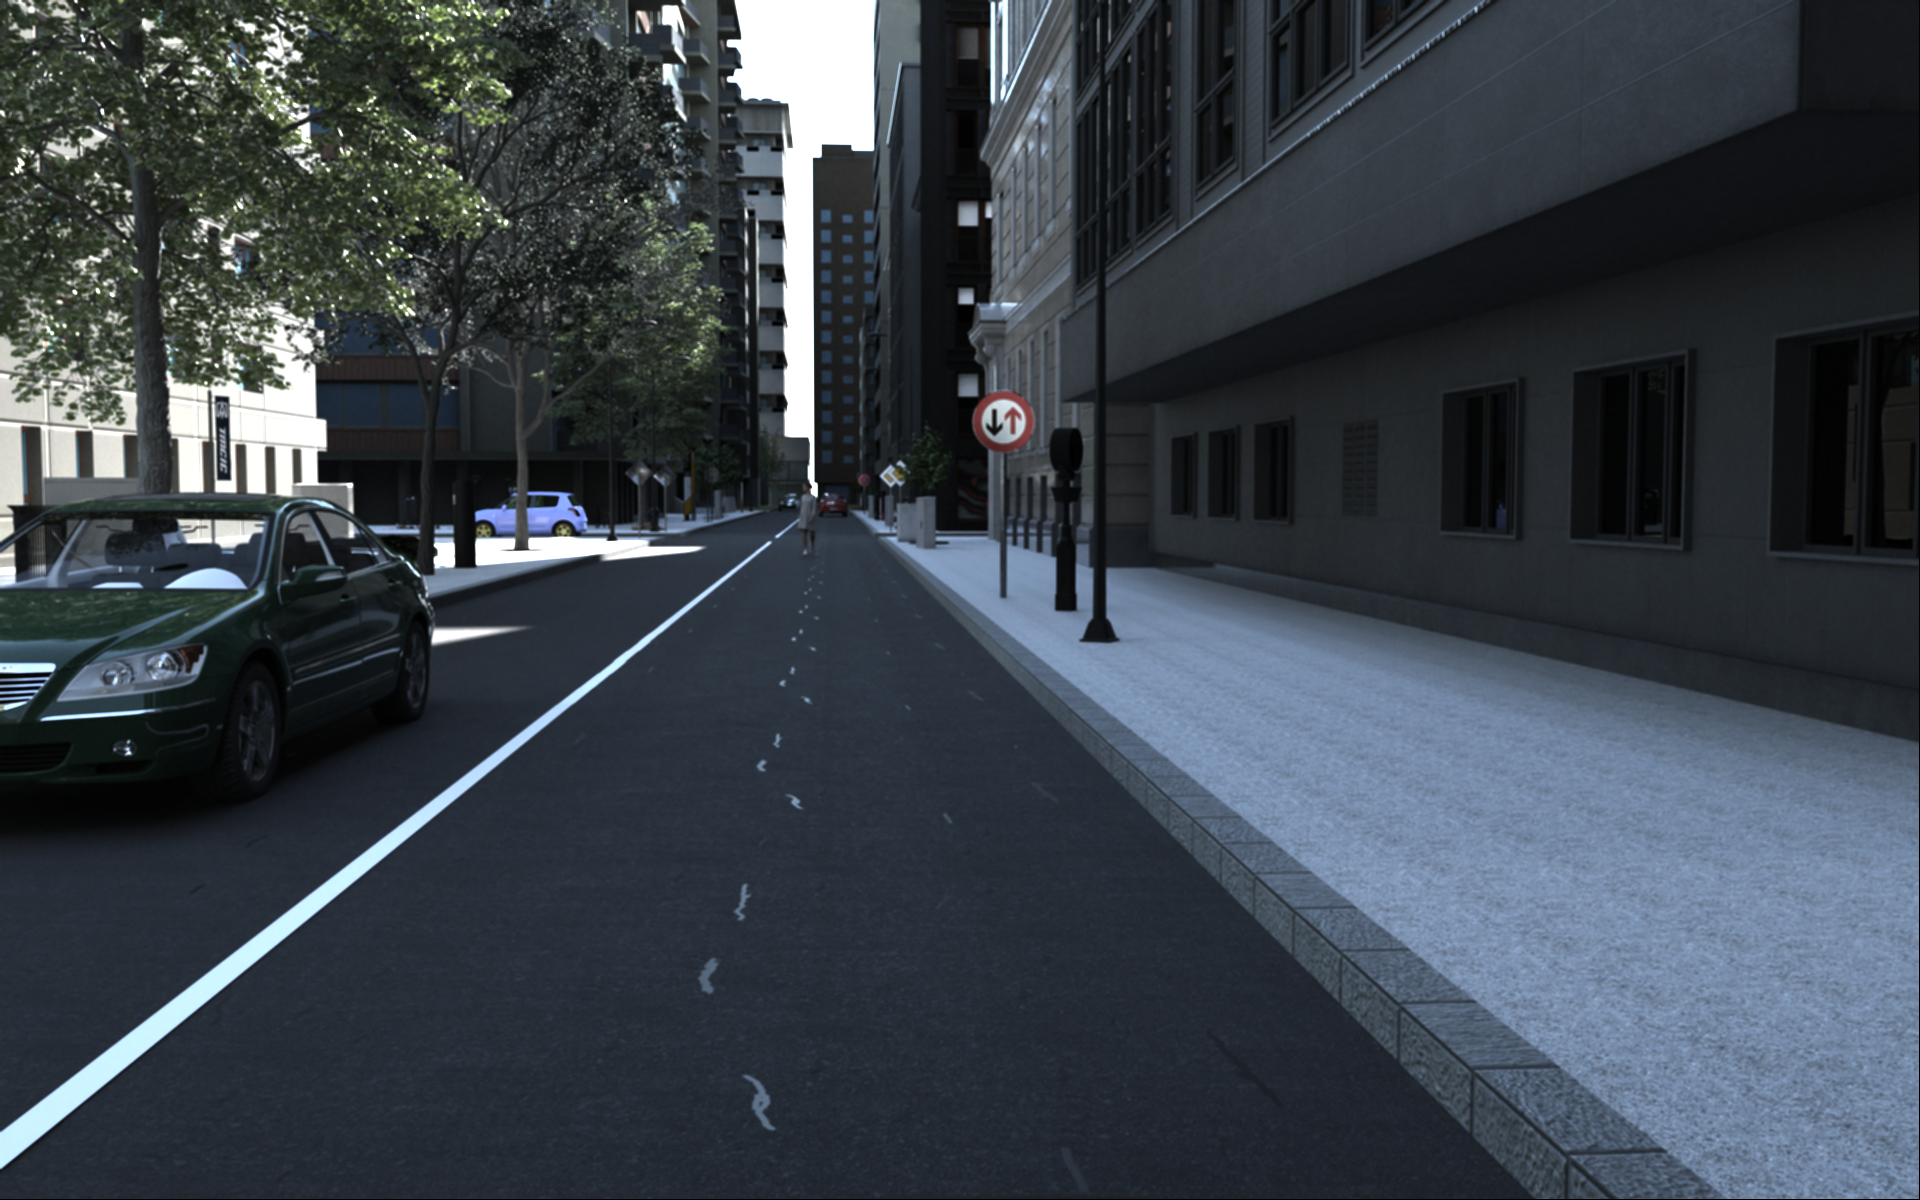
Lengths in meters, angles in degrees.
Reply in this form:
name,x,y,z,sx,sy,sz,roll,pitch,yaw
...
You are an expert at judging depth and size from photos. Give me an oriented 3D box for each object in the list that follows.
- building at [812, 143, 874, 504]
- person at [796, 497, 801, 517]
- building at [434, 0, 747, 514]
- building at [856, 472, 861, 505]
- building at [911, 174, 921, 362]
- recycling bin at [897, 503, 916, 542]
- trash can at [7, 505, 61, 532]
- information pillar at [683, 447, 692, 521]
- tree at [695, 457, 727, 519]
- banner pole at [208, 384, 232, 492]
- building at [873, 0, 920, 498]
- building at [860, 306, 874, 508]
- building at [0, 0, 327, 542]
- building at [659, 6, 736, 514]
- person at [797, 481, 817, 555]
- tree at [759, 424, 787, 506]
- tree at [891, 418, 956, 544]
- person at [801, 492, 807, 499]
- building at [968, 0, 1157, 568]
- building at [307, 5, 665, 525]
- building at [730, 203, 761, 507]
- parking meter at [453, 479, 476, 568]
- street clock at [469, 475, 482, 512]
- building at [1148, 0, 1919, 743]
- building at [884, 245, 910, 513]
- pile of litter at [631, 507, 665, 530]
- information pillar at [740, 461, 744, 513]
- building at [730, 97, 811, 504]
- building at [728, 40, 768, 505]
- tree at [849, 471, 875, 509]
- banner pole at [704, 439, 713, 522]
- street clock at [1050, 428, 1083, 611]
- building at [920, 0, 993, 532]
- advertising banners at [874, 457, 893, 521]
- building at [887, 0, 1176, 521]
name,x,y,z,sx,sy,sz,roll,pitch,yaw
building,-11.920,-35.141,224.670,14.200,45.320,14.600,0,4,-4
person,-10.075,-5.798,107.989,0.352,1.250,0.332,-1,4,-12
building,-29.611,-30.053,145.985,22.147,44.769,28.867,0,4,-4
building,-1.539,-46.447,197.665,20.563,71.187,20.611,0,4,-4
building,3.431,-13.287,81.862,10.561,19.102,19.286,0,4,-4
recycling bin,-1.338,-2.099,46.876,0.722,1.027,0.722,0,4,-5
trash can,-11.819,-0.650,22.278,0.748,1.137,0.748,0,3,0
information pillar,-13.043,-5.617,83.200,0.504,3.616,0.183,-2,4,-25
tree,-12.921,-5.882,90.764,1.663,3.219,1.824,0,3,0
banner pole,-16.618,-2.986,38.830,0.401,3.779,0.863,1,4,17
building,3.516,-32.080,148.202,21.300,48.544,21.600,0,4,-4
building,4.019,-20.141,174.336,27.650,21.520,28.899,0,4,-4
building,-31.358,-11.546,33.816,28.899,21.520,27.650,0,4,-4
building,-31.832,-25.984,116.719,32.217,40.220,23.993,0,4,-4
person,-3.624,-1.953,41.178,0.466,1.731,0.760,0,4,-1
tree,-19.887,-14.106,180.992,4.737,8.622,4.395,0,3,0
tree,-0.945,-3.059,44.608,1.663,3.219,1.824,0,3,0
person,-14.827,-9.714,167.847,1.217,1.766,0.721,0,4,-1
building,7.728,-15.506,39.429,13.634,28.700,20.117,0,4,-4
building,-24.842,-26.178,82.638,22.147,44.769,28.867,0,4,-4
building,-26.833,-24.247,168.134,14.160,30.474,14.107,0,4,-4
parking meter,-8.636,-1.332,30.192,0.372,1.533,0.369,0,3,0
street clock,-18.440,-3.756,65.979,0.471,2.002,0.358,3,4,36
building,9.581,-13.700,17.509,14.314,27.812,24.014,0,4,-4
building,-0.305,-16.867,124.926,9.793,20.994,18.267,0,4,-4
pile of litter,-11.158,-2.925,61.794,1.176,0.858,1.719,-1,4,-15
information pillar,-15.149,-7.887,120.302,0.183,3.616,0.504,0,4,-3
building,-33.808,-39.188,229.959,27.495,52.752,28.713,0,4,-4
building,-37.687,-53.855,193.205,31.000,86.520,22.319,0,4,-4
tree,-8.491,-9.397,148.244,1.663,3.219,1.824,0,3,0
banner pole,-11.593,-5.484,79.673,0.401,3.779,0.863,0,4,-5
street clock,1.166,-0.883,19.014,0.358,2.002,0.471,2,4,24
building,6.737,-14.403,65.169,15.834,23.373,12.332,0,4,-4
advertising banners,-3.691,-5.345,83.579,0.090,3.025,2.074,-2,4,-27
building,3.206,-18.945,103.250,14.314,27.812,24.014,0,4,-4
